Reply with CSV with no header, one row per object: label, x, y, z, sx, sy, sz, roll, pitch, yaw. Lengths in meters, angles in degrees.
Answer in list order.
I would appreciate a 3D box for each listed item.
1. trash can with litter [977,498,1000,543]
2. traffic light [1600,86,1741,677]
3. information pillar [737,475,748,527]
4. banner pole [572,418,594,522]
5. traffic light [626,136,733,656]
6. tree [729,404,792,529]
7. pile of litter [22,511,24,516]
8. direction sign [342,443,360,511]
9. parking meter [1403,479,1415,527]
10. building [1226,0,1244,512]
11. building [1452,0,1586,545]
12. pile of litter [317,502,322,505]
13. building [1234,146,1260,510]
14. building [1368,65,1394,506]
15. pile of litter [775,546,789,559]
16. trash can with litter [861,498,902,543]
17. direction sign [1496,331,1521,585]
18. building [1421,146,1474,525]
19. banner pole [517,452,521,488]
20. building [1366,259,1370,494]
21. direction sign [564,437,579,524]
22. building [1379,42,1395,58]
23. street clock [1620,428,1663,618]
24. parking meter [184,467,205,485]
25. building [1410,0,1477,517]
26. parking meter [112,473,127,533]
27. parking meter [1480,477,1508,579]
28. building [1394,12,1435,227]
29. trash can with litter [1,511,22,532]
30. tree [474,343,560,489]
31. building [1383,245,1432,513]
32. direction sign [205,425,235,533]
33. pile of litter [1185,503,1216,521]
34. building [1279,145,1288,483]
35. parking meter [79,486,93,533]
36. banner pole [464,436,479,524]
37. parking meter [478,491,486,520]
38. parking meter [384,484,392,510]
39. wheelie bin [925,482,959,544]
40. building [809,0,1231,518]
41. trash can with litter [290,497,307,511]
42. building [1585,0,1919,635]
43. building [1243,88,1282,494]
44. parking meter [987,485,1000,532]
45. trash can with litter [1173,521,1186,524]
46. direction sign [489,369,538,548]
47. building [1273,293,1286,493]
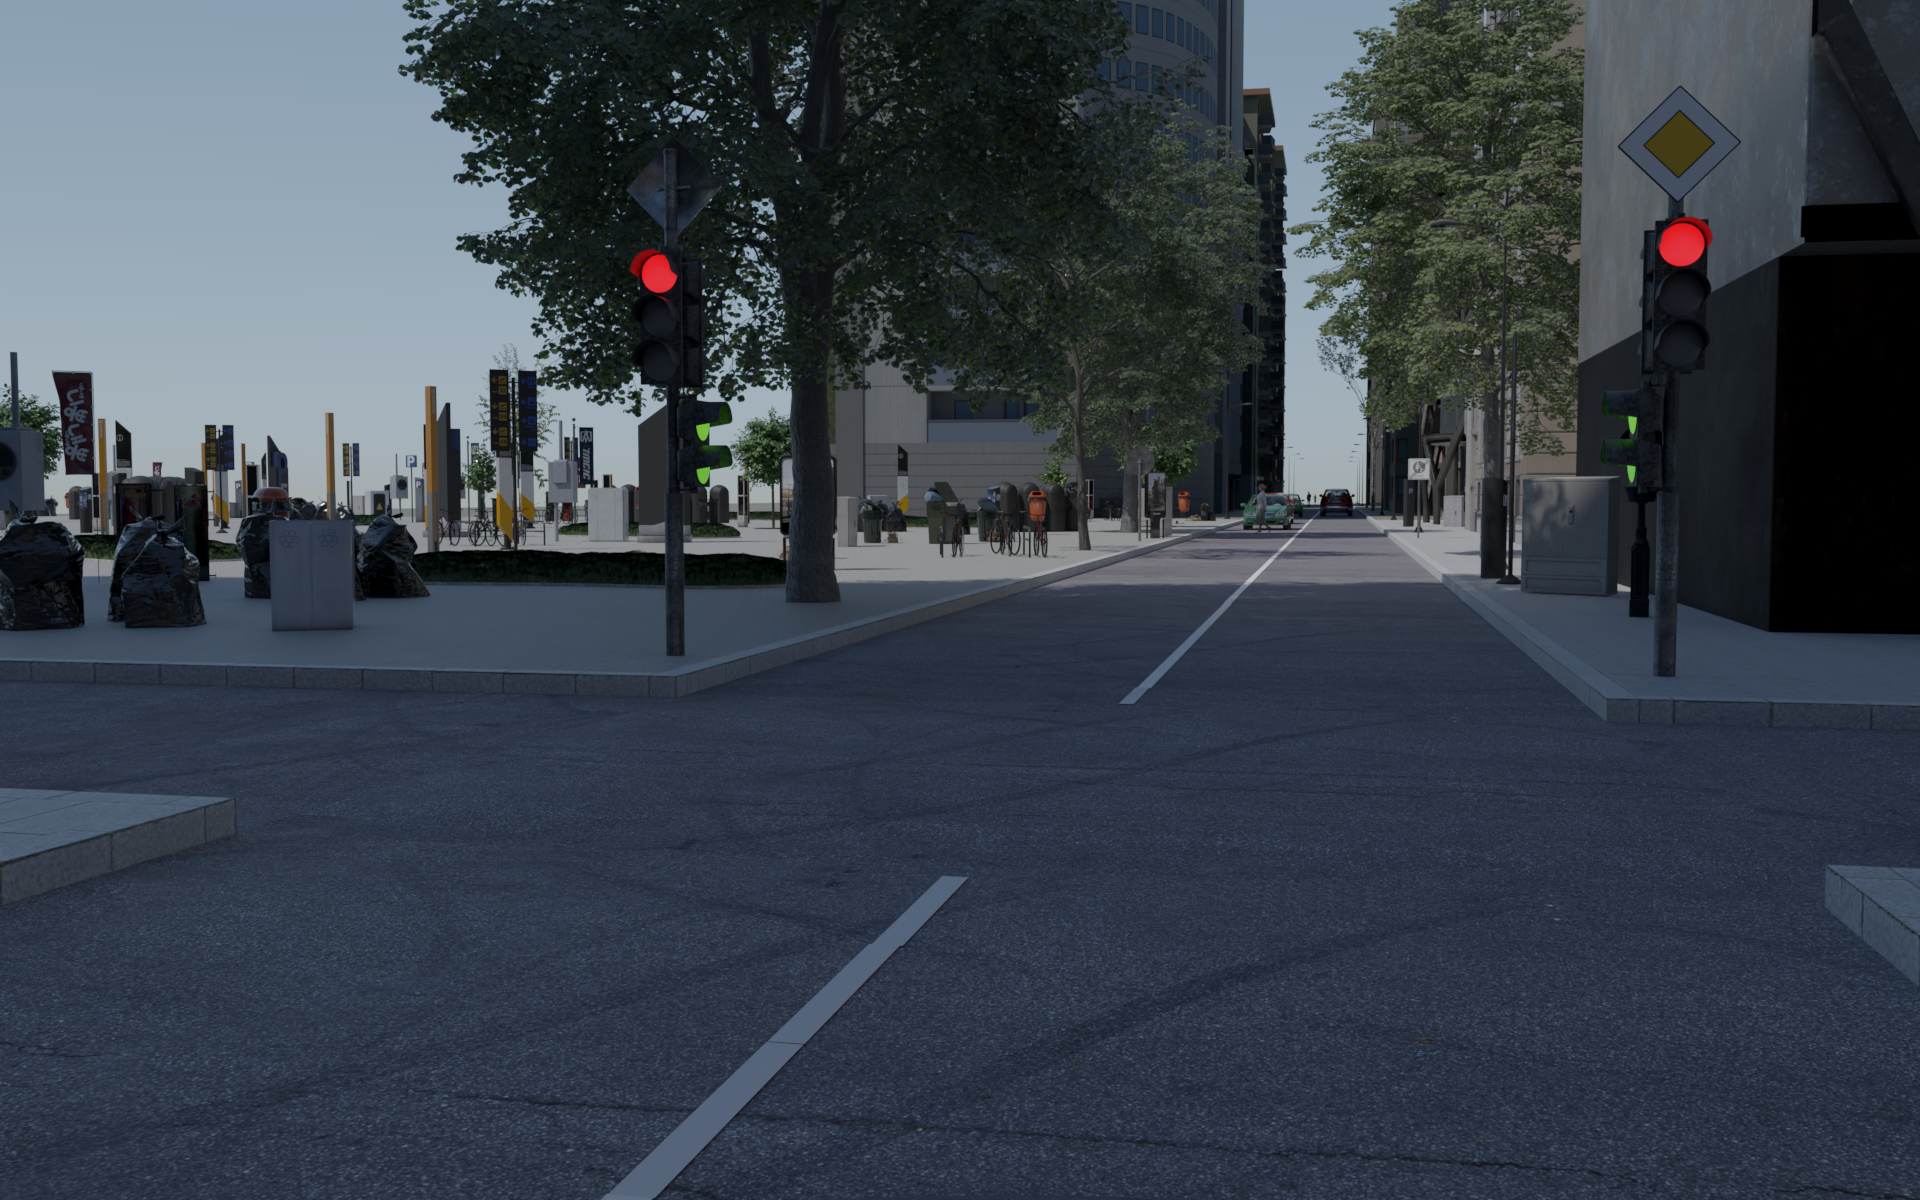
trash can with litter,0.869,-2.131,46.223,0.624,1.170,1.055,-2,4,-25
traffic light,4.950,-1.418,12.104,0.839,4.253,0.868,1,4,12
information pillar,-8.392,-3.815,66.866,0.304,2.012,0.304,1,4,21
banner pole,-12.419,-4.088,56.862,0.863,3.779,0.401,-1,4,-17
traffic light,-2.246,-1.512,13.650,0.839,4.253,0.868,1,4,12
tree,-6.947,-4.899,63.818,4.285,4.588,4.351,0,3,0
pile of litter,-40.123,-3.635,73.397,1.719,0.858,1.176,-3,5,-42
direction sign,-27.000,-5.191,76.865,0.876,3.537,0.379,1,4,19
parking meter,17.598,-3.802,67.870,0.399,1.863,0.255,-1,4,-20
building,12.899,-29.006,124.359,14.600,45.320,14.200,1,4,12
building,22.180,-16.188,50.584,13.634,28.700,20.117,1,4,12
pile of litter,-34.880,-4.907,94.194,1.719,0.858,1.176,2,4,33
building,19.007,-23.336,153.242,14.160,30.474,14.107,1,4,12
building,55.151,-34.391,185.988,21.300,48.544,21.600,1,4,12
pile of litter,-3.135,-1.247,34.349,1.176,0.858,1.719,1,4,20
trash can with litter,-2.053,-2.072,45.265,1.055,1.170,0.624,-1,4,-9
direction sign,7.846,-1.994,24.593,0.379,3.537,0.876,1,4,15
building,28.489,-12.662,74.474,16.820,18.784,16.811,1,4,12
banner pole,-23.027,-6.199,91.365,0.401,3.779,0.863,3,5,41
building,55.480,-26.524,205.361,14.160,30.474,14.107,1,4,12
direction sign,-15.423,-4.697,68.790,0.379,3.537,0.876,2,4,24
building,64.516,-41.722,224.158,21.231,58.520,28.212,1,4,12
street clock,7.095,-0.824,18.037,0.471,2.002,0.358,2,4,25
parking meter,-16.650,-1.958,37.732,0.399,1.863,0.255,2,4,28
building,37.369,-27.135,98.275,22.147,44.769,28.867,1,4,12
parking meter,-23.147,-2.570,47.734,0.399,1.863,0.255,3,4,36
parking meter,8.104,-1.093,26.277,0.372,1.533,0.369,0,3,0
building,44.400,-28.479,149.232,14.154,41.232,14.086,1,4,12
trash can with litter,-30.942,-2.734,56.082,1.055,1.170,0.624,-2,4,-28
tree,-21.240,-8.167,83.897,4.737,8.622,4.395,0,3,0
building,45.823,-17.280,127.572,27.650,21.520,28.899,1,4,12
direction sign,-24.173,-3.952,56.616,0.876,3.537,0.379,-1,4,-14
pile of litter,11.454,-4.185,82.386,1.719,0.858,1.176,-1,4,-14
building,29.020,-34.260,214.771,22.147,44.769,28.867,1,4,12
parking meter,-28.795,-2.975,57.051,0.372,1.533,0.369,0,3,0
banner pole,-20.934,-5.160,74.386,0.863,3.779,0.401,2,4,27
parking meter,-24.047,-4.810,87.058,0.372,1.533,0.369,0,3,0
parking meter,-31.951,-5.566,96.711,0.399,1.863,0.255,-3,4,-36
wheelie bin,-0.499,-2.238,44.499,0.693,1.594,0.980,2,4,32
building,4.651,-34.324,103.194,21.231,58.520,28.212,1,4,12
trash can with litter,-22.985,-2.996,60.376,0.624,1.170,1.055,0,4,-3
building,16.755,-9.253,18.745,16.811,18.784,16.820,1,4,12
building,22.296,-32.499,185.978,22.147,44.769,28.867,1,4,12
parking meter,0.970,-2.517,49.559,0.372,1.533,0.369,0,3,0
trash can with litter,8.692,-3.855,74.091,2.233,1.210,1.678,-1,4,-14
direction sign,-8.143,-2.426,31.666,0.876,3.537,0.379,-2,4,-33
building,36.828,-28.365,235.462,14.160,30.474,14.107,1,4,12
